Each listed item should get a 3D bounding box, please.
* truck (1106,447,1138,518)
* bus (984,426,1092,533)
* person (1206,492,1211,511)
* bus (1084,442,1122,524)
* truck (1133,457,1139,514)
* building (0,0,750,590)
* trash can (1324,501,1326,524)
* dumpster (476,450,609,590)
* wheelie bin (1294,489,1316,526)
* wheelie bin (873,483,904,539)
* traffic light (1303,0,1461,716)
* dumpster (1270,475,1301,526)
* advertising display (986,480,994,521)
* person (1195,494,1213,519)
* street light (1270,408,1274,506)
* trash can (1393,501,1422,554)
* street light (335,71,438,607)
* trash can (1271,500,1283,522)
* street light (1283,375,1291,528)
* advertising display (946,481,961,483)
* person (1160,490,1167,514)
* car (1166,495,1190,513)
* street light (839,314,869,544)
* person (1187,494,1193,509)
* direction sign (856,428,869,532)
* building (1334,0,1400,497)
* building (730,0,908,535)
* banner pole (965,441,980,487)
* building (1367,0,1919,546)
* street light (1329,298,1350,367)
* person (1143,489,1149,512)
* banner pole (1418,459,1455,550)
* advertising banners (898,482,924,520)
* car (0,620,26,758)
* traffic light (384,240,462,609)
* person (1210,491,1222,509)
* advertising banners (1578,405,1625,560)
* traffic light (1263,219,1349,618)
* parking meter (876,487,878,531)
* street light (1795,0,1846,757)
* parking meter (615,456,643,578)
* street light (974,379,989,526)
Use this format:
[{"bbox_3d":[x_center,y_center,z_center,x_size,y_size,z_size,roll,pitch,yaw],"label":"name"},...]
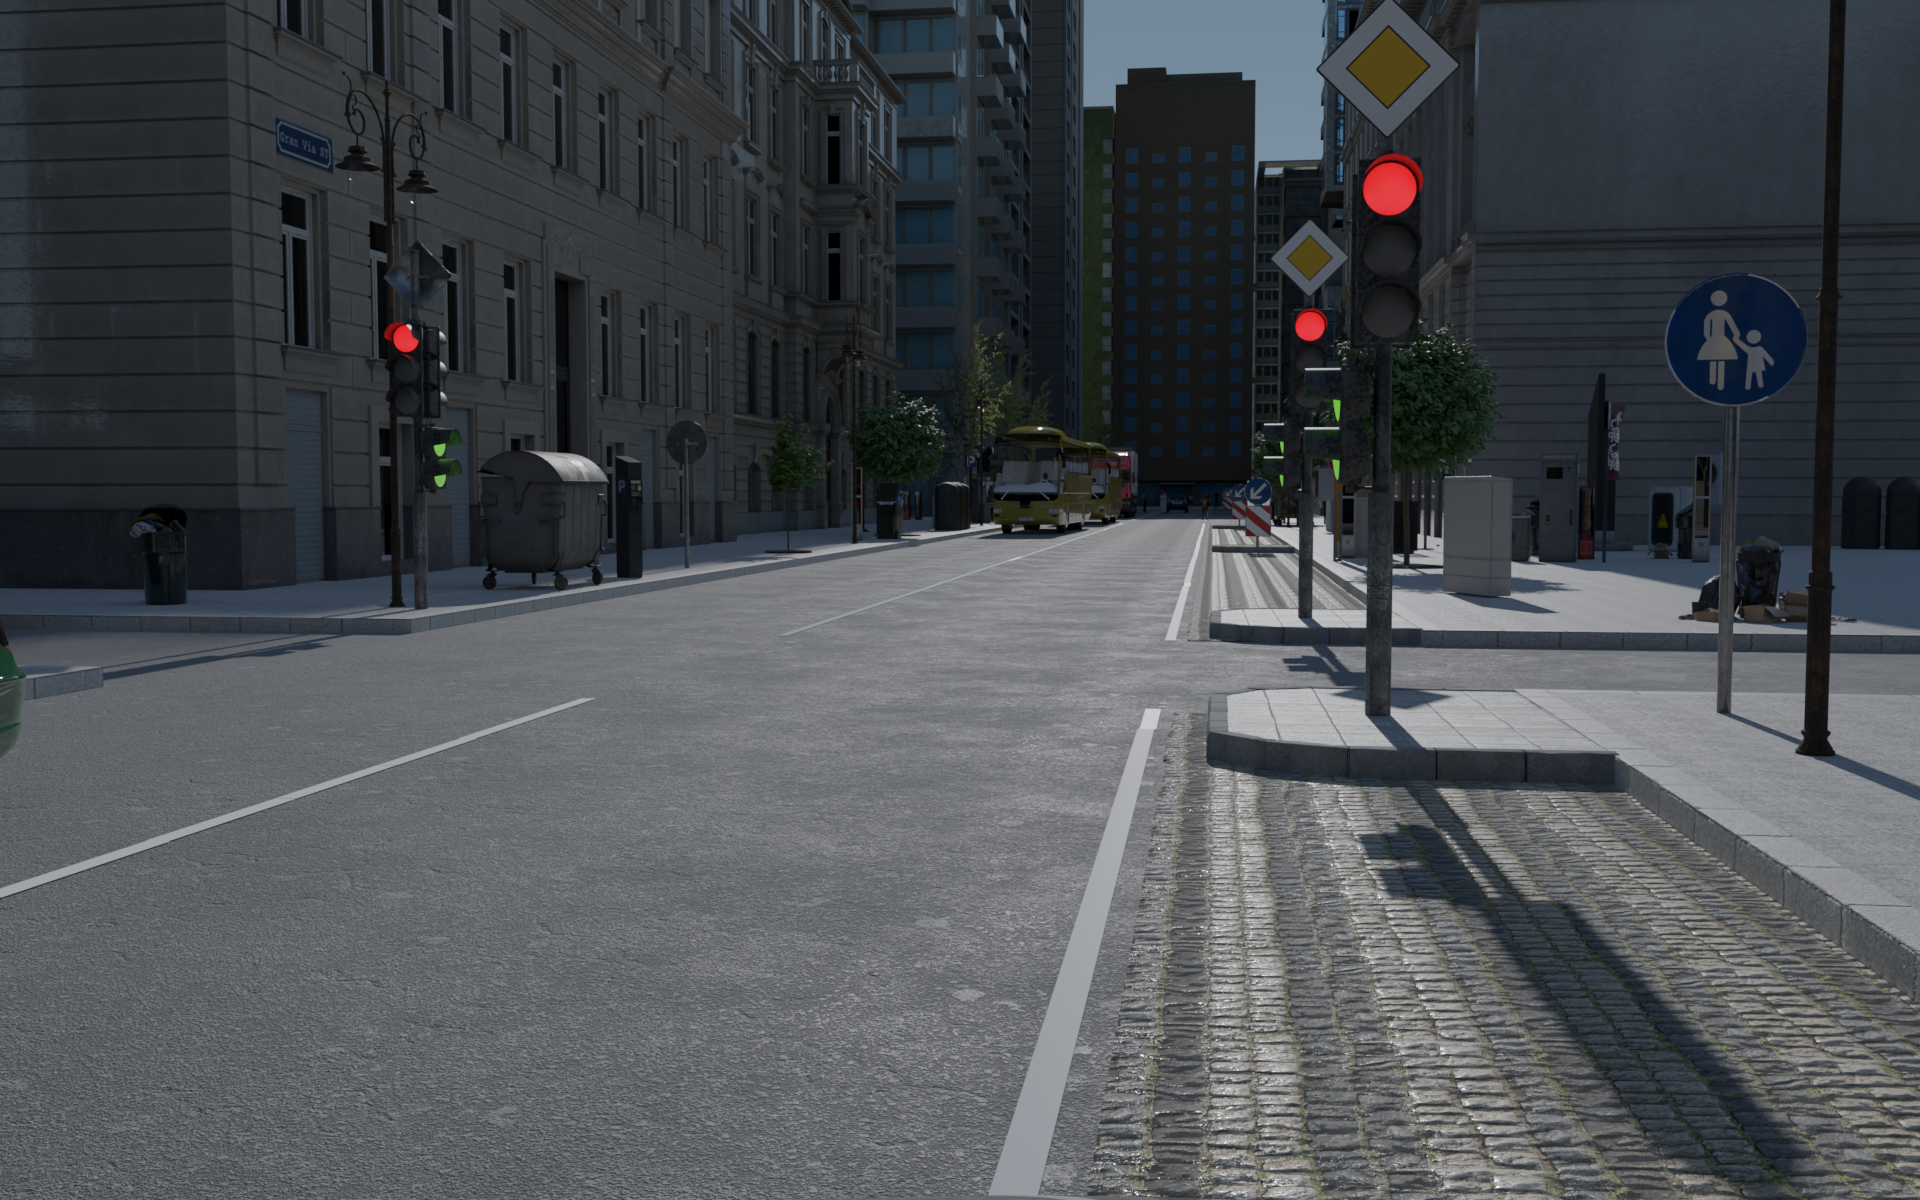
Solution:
[{"bbox_3d":[9.466,-7.168,106.111,2.839,4.237,11.283,0,4,8],"label":"truck"},{"bbox_3d":[3.258,-4.590,66.601,2.896,3.916,12.252,1,4,10],"label":"bus"},{"bbox_3d":[20.841,-8.288,145.481,0.415,1.643,0.593,0,4,8],"label":"person"},{"bbox_3d":[6.397,-5.761,85.744,2.896,3.916,12.252,1,4,8],"label":"bus"},{"bbox_3d":[11.314,-8.212,123.187,2.839,4.237,11.283,0,4,7],"label":"truck"},{"bbox_3d":[-13.374,-14.539,34.979,12.463,27.353,25.104,1,4,8],"label":"building"},{"bbox_3d":[15.019,-3.569,70.004,0.748,1.137,0.748,0,3,0],"label":"trash can"},{"bbox_3d":[-5.718,-1.102,23.772,1.264,1.857,1.865,1,4,8],"label":"dumpster"},{"bbox_3d":[13.629,-3.710,68.569,0.693,1.594,0.980,3,4,36],"label":"wheelie bin"},{"bbox_3d":[-2.025,-2.541,49.459,0.980,1.594,0.693,1,4,18],"label":"wheelie bin"},{"bbox_3d":[2.410,-1.286,9.953,0.839,4.253,0.868,1,4,8],"label":"traffic light"},{"bbox_3d":[13.372,-4.147,70.293,1.502,2.255,1.985,1,4,8],"label":"dumpster"},{"bbox_3d":[1.470,-4.678,81.693,0.974,1.923,0.123,-2,4,-35],"label":"advertising display"},{"bbox_3d":[13.794,-5.257,97.718,1.065,1.426,0.557,2,4,24],"label":"person"},{"bbox_3d":[16.420,-7.248,91.286,0.468,5.910,1.993,1,4,8],"label":"street light"},{"bbox_3d":[9.561,-1.570,37.322,0.748,1.137,0.748,0,3,0],"label":"trash can"},{"bbox_3d":[-6.408,-2.859,19.539,0.468,5.910,1.993,1,4,8],"label":"street light"},{"bbox_3d":[14.820,-4.236,80.904,0.748,1.137,0.748,0,3,0],"label":"trash can"},{"bbox_3d":[12.586,-5.714,66.204,0.468,5.910,1.993,1,4,8],"label":"street light"},{"bbox_3d":[-0.351,-5.029,87.431,0.974,1.923,0.123,3,5,42],"label":"advertising display"},{"bbox_3d":[14.710,-7.107,125.375,0.551,1.740,0.621,0,4,-7],"label":"person"},{"bbox_3d":[16.495,-7.281,131.622,1.945,1.354,3.894,0,4,6],"label":"car"},{"bbox_3d":[-2.721,-4.395,44.643,0.468,5.910,1.993,1,4,8],"label":"street light"},{"bbox_3d":[20.865,-8.879,156.867,0.799,1.438,0.628,2,4,28],"label":"person"},{"bbox_3d":[-3.274,-4.081,58.720,0.379,3.537,0.876,-3,4,-36],"label":"direction sign"},{"bbox_3d":[23.928,-17.174,78.064,12.463,27.353,25.104,1,4,8],"label":"building"},{"bbox_3d":[-10.433,-15.029,64.805,14.460,24.649,34.723,1,4,8],"label":"building"},{"bbox_3d":[0.508,-5.448,79.086,0.863,3.779,0.401,0,4,6],"label":"banner pole"},{"bbox_3d":[20.420,-12.971,53.873,13.314,21.916,24.055,1,4,8],"label":"building"},{"bbox_3d":[9.025,-4.177,41.082,0.468,5.910,1.993,1,4,8],"label":"street light"},{"bbox_3d":[14.613,-7.832,136.555,0.705,1.823,1.348,2,4,23],"label":"person"},{"bbox_3d":[10.951,-3.043,39.769,0.863,3.779,0.401,1,4,15],"label":"banner pole"},{"bbox_3d":[-2.611,-5.468,85.589,2.074,3.025,0.090,3,5,40],"label":"advertising banners"},{"bbox_3d":[-5.261,0.378,5.618,2.131,1.459,4.920,0,4,8],"label":"car"},{"bbox_3d":[-6.000,-1.854,19.229,0.839,4.253,0.868,1,4,8],"label":"traffic light"},{"bbox_3d":[23.661,-9.233,159.982,1.217,1.766,0.721,-2,4,-26],"label":"person"},{"bbox_3d":[12.221,-2.304,33.857,2.074,3.025,0.090,-2,4,-26],"label":"advertising banners"},{"bbox_3d":[3.563,-1.770,17.855,0.839,4.253,0.868,1,4,8],"label":"traffic light"},{"bbox_3d":[-2.620,-3.045,58.199,0.372,1.533,0.369,0,3,0],"label":"parking meter"},{"bbox_3d":[4.222,-2.176,8.371,0.468,5.910,1.993,1,4,8],"label":"street light"},{"bbox_3d":[-5.068,-1.274,26.547,0.399,1.863,0.255,3,5,43],"label":"parking meter"},{"bbox_3d":[0.870,-5.931,69.761,0.468,5.910,1.993,1,4,8],"label":"street light"}]
